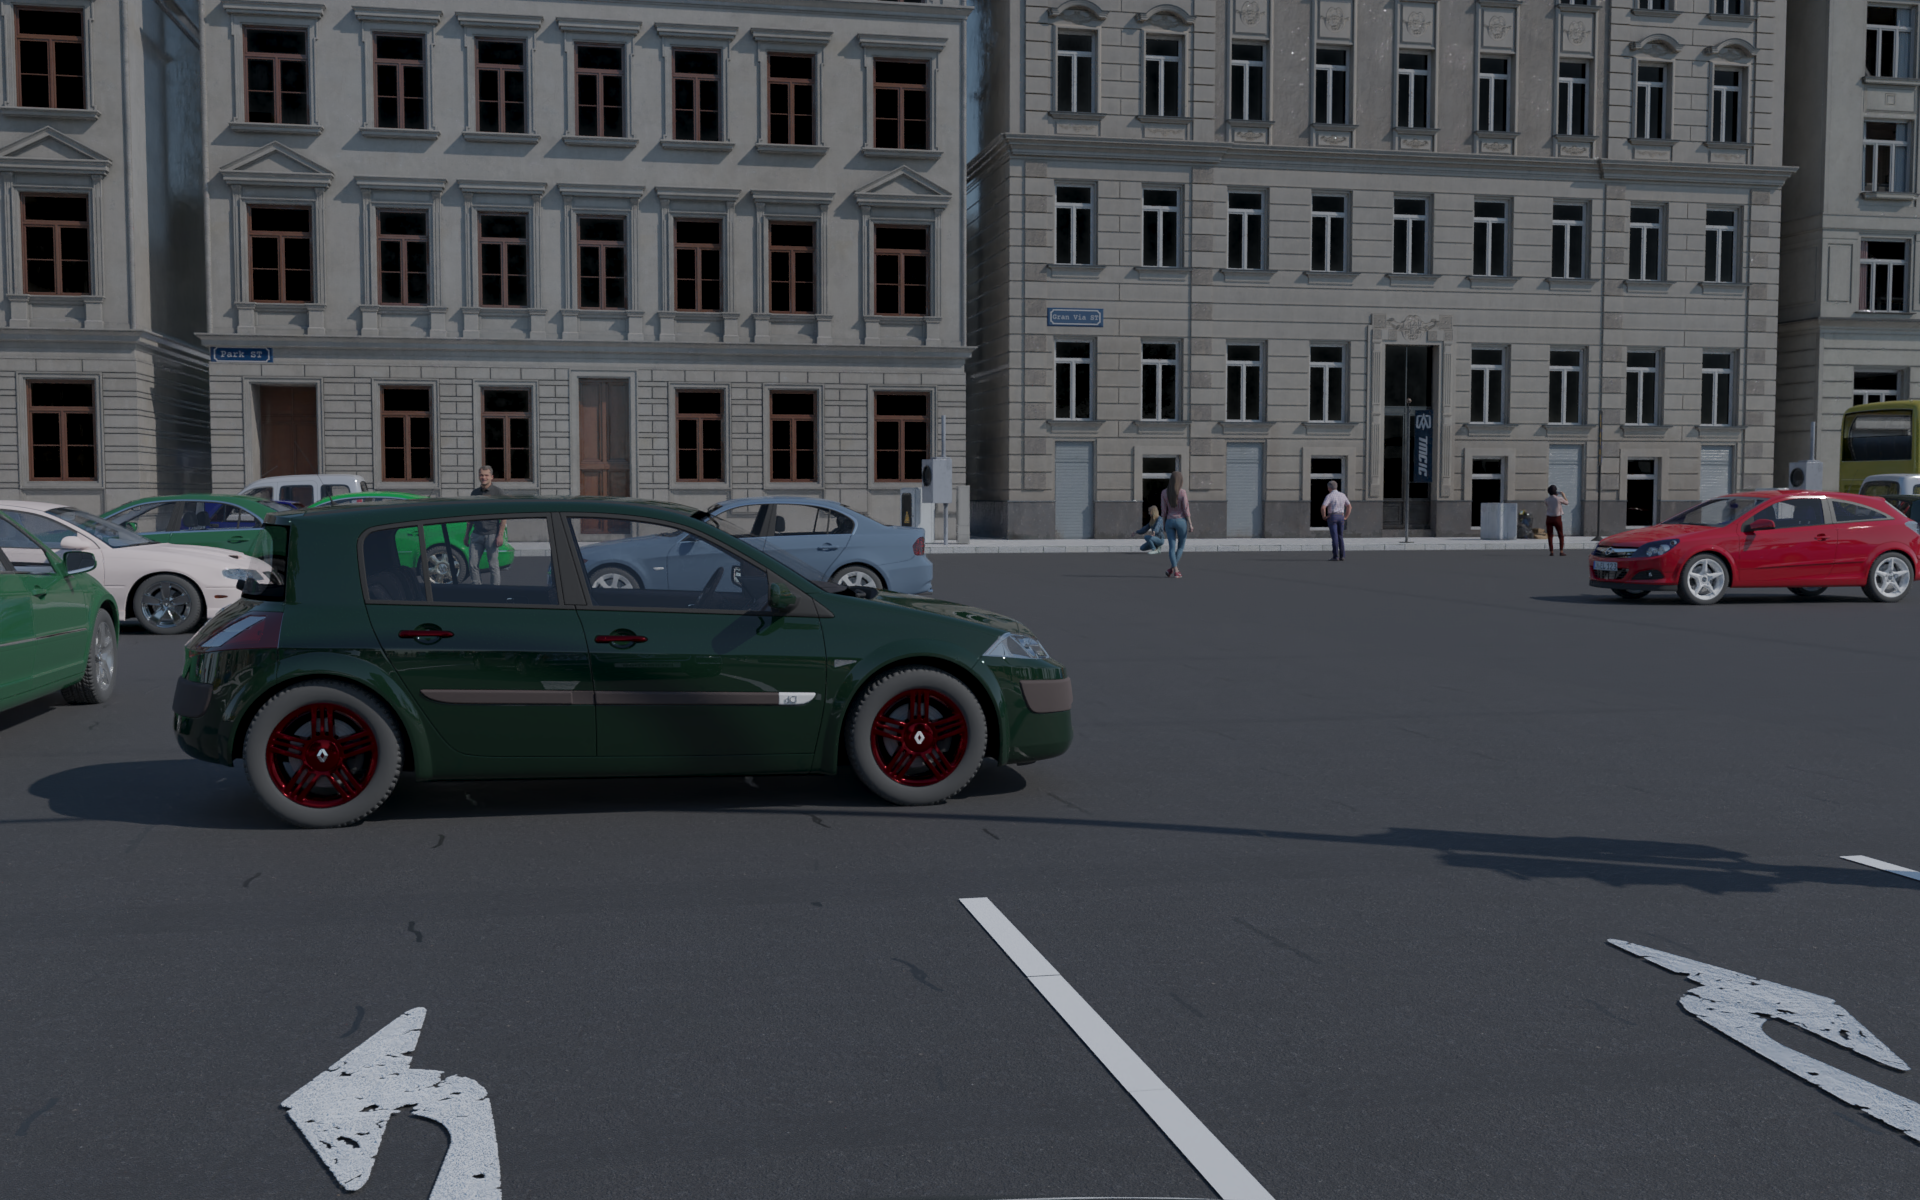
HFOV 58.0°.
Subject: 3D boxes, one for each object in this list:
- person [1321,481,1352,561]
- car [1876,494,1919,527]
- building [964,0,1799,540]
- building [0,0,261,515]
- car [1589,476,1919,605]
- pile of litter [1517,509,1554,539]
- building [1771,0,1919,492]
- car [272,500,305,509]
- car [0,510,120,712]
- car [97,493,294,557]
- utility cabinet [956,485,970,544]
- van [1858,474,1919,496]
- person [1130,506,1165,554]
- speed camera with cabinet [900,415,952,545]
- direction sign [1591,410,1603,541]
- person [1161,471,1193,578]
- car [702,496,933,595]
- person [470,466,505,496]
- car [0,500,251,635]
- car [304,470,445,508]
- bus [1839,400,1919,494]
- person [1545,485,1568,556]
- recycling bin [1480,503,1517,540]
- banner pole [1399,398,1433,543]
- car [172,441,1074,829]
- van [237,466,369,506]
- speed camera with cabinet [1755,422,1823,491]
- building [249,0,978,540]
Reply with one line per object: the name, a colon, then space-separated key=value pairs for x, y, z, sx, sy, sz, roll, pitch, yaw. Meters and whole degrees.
person: x=8.025 y=-1.696 z=37.175 sx=0.756 sy=1.711 sz=0.436 roll=-1 pitch=4 yaw=-15
car: x=17.867 y=-1.434 z=33.228 sx=2.009 sy=1.686 sz=4.222 roll=-1 pitch=4 yaw=-12
building: x=12.058 y=-15.797 z=55.544 sx=25.104 sy=27.353 sz=12.463 roll=-1 pitch=4 yaw=-12
building: x=-31.036 y=-12.800 z=45.436 sx=21.152 sy=22.565 sz=11.583 roll=-1 pitch=4 yaw=-12
car: x=10.693 y=-0.875 z=23.351 sx=4.494 sy=1.783 sz=2.155 roll=-1 pitch=4 yaw=-11
pile of litter: x=16.528 y=-2.193 z=49.825 sx=1.176 sy=0.858 sz=1.719 roll=3 pitch=4 yaw=36
building: x=38.785 y=-14.030 z=62.666 sx=30.059 sy=22.955 sz=16.112 roll=-1 pitch=4 yaw=-12
car: x=-13.555 y=-1.351 z=34.666 sx=3.894 sy=1.354 sz=1.945 roll=-1 pitch=4 yaw=-11
car: x=-6.450 y=0.091 z=10.304 sx=2.131 sy=1.459 sz=4.920 roll=-1 pitch=4 yaw=-12
car: x=-9.956 y=-0.612 z=21.800 sx=4.920 sy=1.459 sz=2.131 roll=-1 pitch=4 yaw=-13
utility cabinet: x=0.058 y=-2.200 z=44.653 sx=0.318 sy=1.500 sz=1.173 roll=0 pitch=4 yaw=-3
van: x=20.866 y=-1.784 z=36.178 sx=4.112 sy=2.044 sz=2.013 roll=-1 pitch=4 yaw=-11
person: x=4.580 y=-1.679 z=41.450 sx=0.738 sy=1.151 sz=1.012 roll=-1 pitch=4 yaw=-12
speed camera with cabinet: x=-0.878 y=-3.044 z=44.106 sx=0.660 sy=3.252 sz=2.038 roll=-2 pitch=4 yaw=-25
direction sign: x=17.441 y=-3.378 z=47.223 sx=0.379 sy=3.537 sz=0.876 roll=2 pitch=4 yaw=24
person: x=3.725 y=-1.296 z=29.696 sx=0.555 sy=1.821 sz=0.388 roll=1 pitch=4 yaw=15
car: x=-2.581 y=-0.518 z=20.468 sx=4.499 sy=1.417 sz=2.014 roll=-1 pitch=4 yaw=-11
person: x=-6.328 y=-0.879 z=23.004 sx=0.598 sy=1.807 sz=0.434 roll=2 pitch=4 yaw=28
car: x=-9.670 y=-0.355 z=18.165 sx=4.827 sy=1.381 sz=2.083 roll=-1 pitch=4 yaw=-11
car: x=-9.193 y=-1.069 z=26.269 sx=4.718 sy=1.807 sz=1.959 roll=-1 pitch=4 yaw=-12
bus: x=27.098 y=-3.035 z=41.172 sx=12.252 sy=3.916 sz=2.896 roll=-1 pitch=4 yaw=-12
person: x=13.795 y=-1.845 z=40.128 sx=0.566 sy=1.644 sz=0.517 roll=-1 pitch=4 yaw=-18
recycling bin: x=15.137 y=-2.208 z=48.662 sx=0.722 sy=1.027 sz=0.722 roll=-2 pitch=4 yaw=-24
banner pole: x=11.962 y=-3.385 z=45.362 sx=0.863 sy=3.779 sz=0.401 roll=1 pitch=4 yaw=16
car: x=-1.551 y=0.082 z=8.448 sx=4.222 sy=1.686 sz=2.009 roll=-1 pitch=4 yaw=-12
van: x=-14.559 y=-1.808 z=36.575 sx=4.112 sy=2.044 sz=2.013 roll=-1 pitch=4 yaw=-12
speed camera with cabinet: x=22.990 y=-3.288 z=48.099 sx=0.660 sy=3.252 sz=2.038 roll=-1 pitch=4 yaw=-14
building: x=-10.471 y=-13.106 z=50.438 sx=21.152 sy=22.565 sz=11.583 roll=-1 pitch=4 yaw=-12
